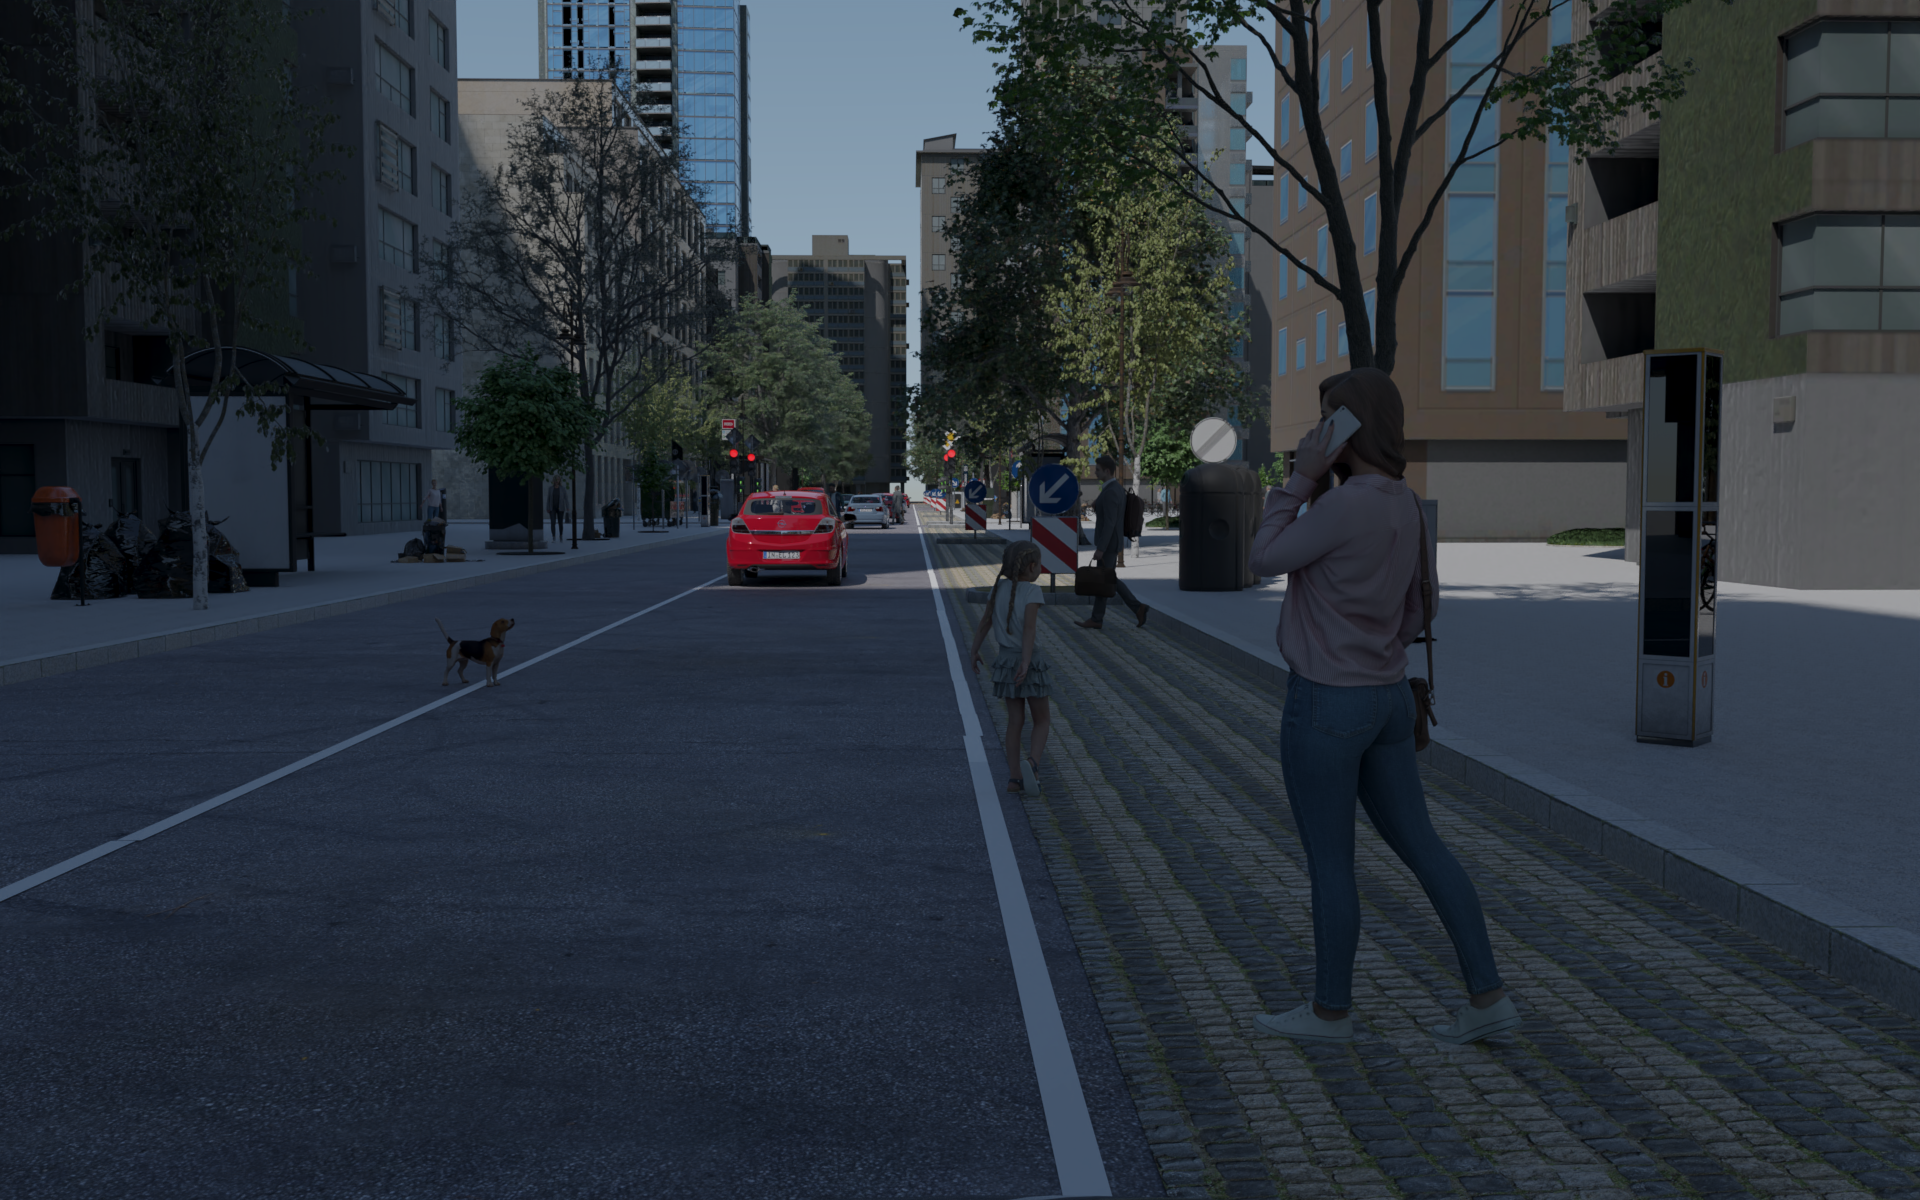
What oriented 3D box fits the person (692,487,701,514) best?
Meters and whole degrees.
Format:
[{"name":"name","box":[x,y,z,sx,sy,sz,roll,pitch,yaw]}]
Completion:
[{"name":"person","box":[-17.413,-6.586,114.149,0.534,1.772,0.576,-3,5,-41]}]

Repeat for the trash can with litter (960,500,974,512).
[{"name":"trash can with litter","box":[0.560,-6.956,125.121,1.055,1.170,0.624,-1,4,-23]}]

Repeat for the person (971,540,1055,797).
[{"name":"person","box":[0.224,0.320,8.285,0.505,1.210,0.382,3,4,37]}]

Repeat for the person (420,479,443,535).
[{"name":"person","box":[-16.465,-2.871,53.650,0.598,1.740,0.731,2,4,26]}]

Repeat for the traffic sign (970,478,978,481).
[{"name":"traffic sign","box":[1.124,-8.410,137.602,0.768,2.556,0.104,0,4,4]}]

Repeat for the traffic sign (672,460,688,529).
[{"name":"traffic sign","box":[-10.501,-3.932,64.402,0.768,2.556,0.104,0,4,-1]}]

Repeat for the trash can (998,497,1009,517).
[{"name":"trash can","box":[2.403,-5.049,94.197,0.748,1.137,0.748,0,3,0]}]

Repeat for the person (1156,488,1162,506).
[{"name":"person","box":[14.481,-7.305,126.222,0.760,1.731,0.466,-1,4,-21]}]

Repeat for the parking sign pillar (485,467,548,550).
[{"name":"parking sign pillar","box":[-10.414,-3.185,40.553,1.447,3.967,1.447,2,4,27]}]

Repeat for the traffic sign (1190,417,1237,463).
[{"name":"traffic sign","box":[4.212,-1.759,28.869,0.768,2.556,0.104,0,4,5]}]

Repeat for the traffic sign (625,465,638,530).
[{"name":"traffic sign","box":[-11.649,-3.650,61.814,0.606,2.300,0.079,0,4,3]}]

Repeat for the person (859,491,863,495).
[{"name":"person","box":[-10.929,-11.134,191.362,1.217,1.723,0.721,1,4,11]}]

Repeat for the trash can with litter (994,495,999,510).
[{"name":"trash can with litter","box":[1.641,-5.400,99.342,2.233,1.210,1.678,1,4,11]}]

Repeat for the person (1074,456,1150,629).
[{"name":"person","box":[1.607,-0.599,18.252,0.822,1.834,0.622,0,4,0]}]

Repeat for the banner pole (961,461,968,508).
[{"name":"banner pole","box":[0.314,-8.496,128.924,0.401,3.779,0.863,-3,5,-42]}]

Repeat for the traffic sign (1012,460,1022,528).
[{"name":"traffic sign","box":[2.296,-3.970,65.018,0.768,2.556,0.104,0,4,3]}]

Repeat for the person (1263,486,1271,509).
[{"name":"person","box":[13.460,-4.118,75.999,0.590,1.801,0.661,3,4,38]}]

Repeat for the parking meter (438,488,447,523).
[{"name":"parking meter","box":[-21.126,-3.805,70.622,0.372,1.533,0.369,0,3,0]}]

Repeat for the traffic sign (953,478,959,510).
[{"name":"traffic sign","box":[-0.445,-8.343,136.505,0.768,2.556,0.104,0,4,7]}]

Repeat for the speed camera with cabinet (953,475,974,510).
[{"name":"speed camera with cabinet","box":[0.366,-8.827,138.652,2.038,3.252,0.660,0,4,5]}]

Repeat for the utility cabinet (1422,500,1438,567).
[{"name":"utility cabinet","box":[4.987,-0.544,20.059,1.020,1.237,0.306,1,4,11]}]

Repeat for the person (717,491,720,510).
[{"name":"person","box":[-19.311,-8.054,137.820,0.391,1.810,0.635,3,5,43]}]

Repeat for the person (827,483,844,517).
[{"name":"person","box":[-3.931,-2.776,54.242,0.623,1.781,0.721,0,4,-4]}]

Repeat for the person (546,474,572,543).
[{"name":"person","box":[-10.558,-2.417,45.744,0.709,1.800,0.728,0,4,-6]}]

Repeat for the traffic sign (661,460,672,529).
[{"name":"traffic sign","box":[-10.954,-3.900,63.870,0.768,2.556,0.104,0,4,6]}]

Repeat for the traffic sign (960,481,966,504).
[{"name":"traffic sign","box":[0.433,-8.135,133.018,0.884,2.594,0.081,0,4,6]}]

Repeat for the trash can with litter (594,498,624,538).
[{"name":"trash can with litter","box":[-10.384,-2.397,50.572,1.055,1.170,0.624,-2,4,-32]}]

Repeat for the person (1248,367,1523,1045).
[{"name":"person","box":[1.098,0.284,4.454,0.643,1.750,0.593,3,5,41]}]

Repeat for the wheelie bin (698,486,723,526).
[{"name":"wheelie bin","box":[-9.996,-3.771,69.571,0.980,1.594,0.693,-1,4,-22]}]

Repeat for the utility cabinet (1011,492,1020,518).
[{"name":"utility cabinet","box":[3.060,-5.129,92.542,0.318,1.500,1.173,1,4,20]}]

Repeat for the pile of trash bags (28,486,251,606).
[{"name":"pile of trash bags","box":[-10.273,-0.706,21.293,1.912,1.369,3.447,0,4,2]}]

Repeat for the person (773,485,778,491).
[{"name":"person","box":[-7.155,-3.574,67.291,0.694,1.780,0.624,-3,4,-36]}]

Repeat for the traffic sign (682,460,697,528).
[{"name":"traffic sign","box":[-10.208,-3.948,64.648,0.768,2.556,0.104,0,4,4]}]

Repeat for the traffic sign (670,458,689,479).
[{"name":"traffic sign","box":[-10.337,-3.898,63.465,0.795,2.593,0.064,0,4,5]}]

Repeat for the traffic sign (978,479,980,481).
[{"name":"traffic sign","box":[1.645,-8.900,145.516,0.884,2.594,0.081,0,4,5]}]

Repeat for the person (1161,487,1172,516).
[{"name":"person","box":[10.708,-5.153,90.317,0.660,1.820,0.620,-3,5,-42]}]

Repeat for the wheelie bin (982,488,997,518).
[{"name":"wheelie bin","box":[1.437,-5.083,91.014,0.980,1.594,0.693,0,4,-1]}]

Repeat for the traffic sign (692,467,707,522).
[{"name":"traffic sign","box":[-12.155,-4.925,80.636,0.768,2.556,0.104,0,4,0]}]

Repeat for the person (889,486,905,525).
[{"name":"person","box":[-2.971,-4.430,81.025,0.767,1.812,0.694,2,4,32]}]

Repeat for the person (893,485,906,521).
[{"name":"person","box":[-3.254,-5.204,92.955,0.648,1.900,0.474,2,4,25]}]

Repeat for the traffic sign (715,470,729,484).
[{"name":"traffic sign","box":[-12.442,-5.532,90.557,0.768,2.556,0.104,0,4,2]}]

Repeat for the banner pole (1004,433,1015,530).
[{"name":"banner pole","box":[1.795,-4.368,61.440,0.401,3.779,0.863,0,4,-5]}]
